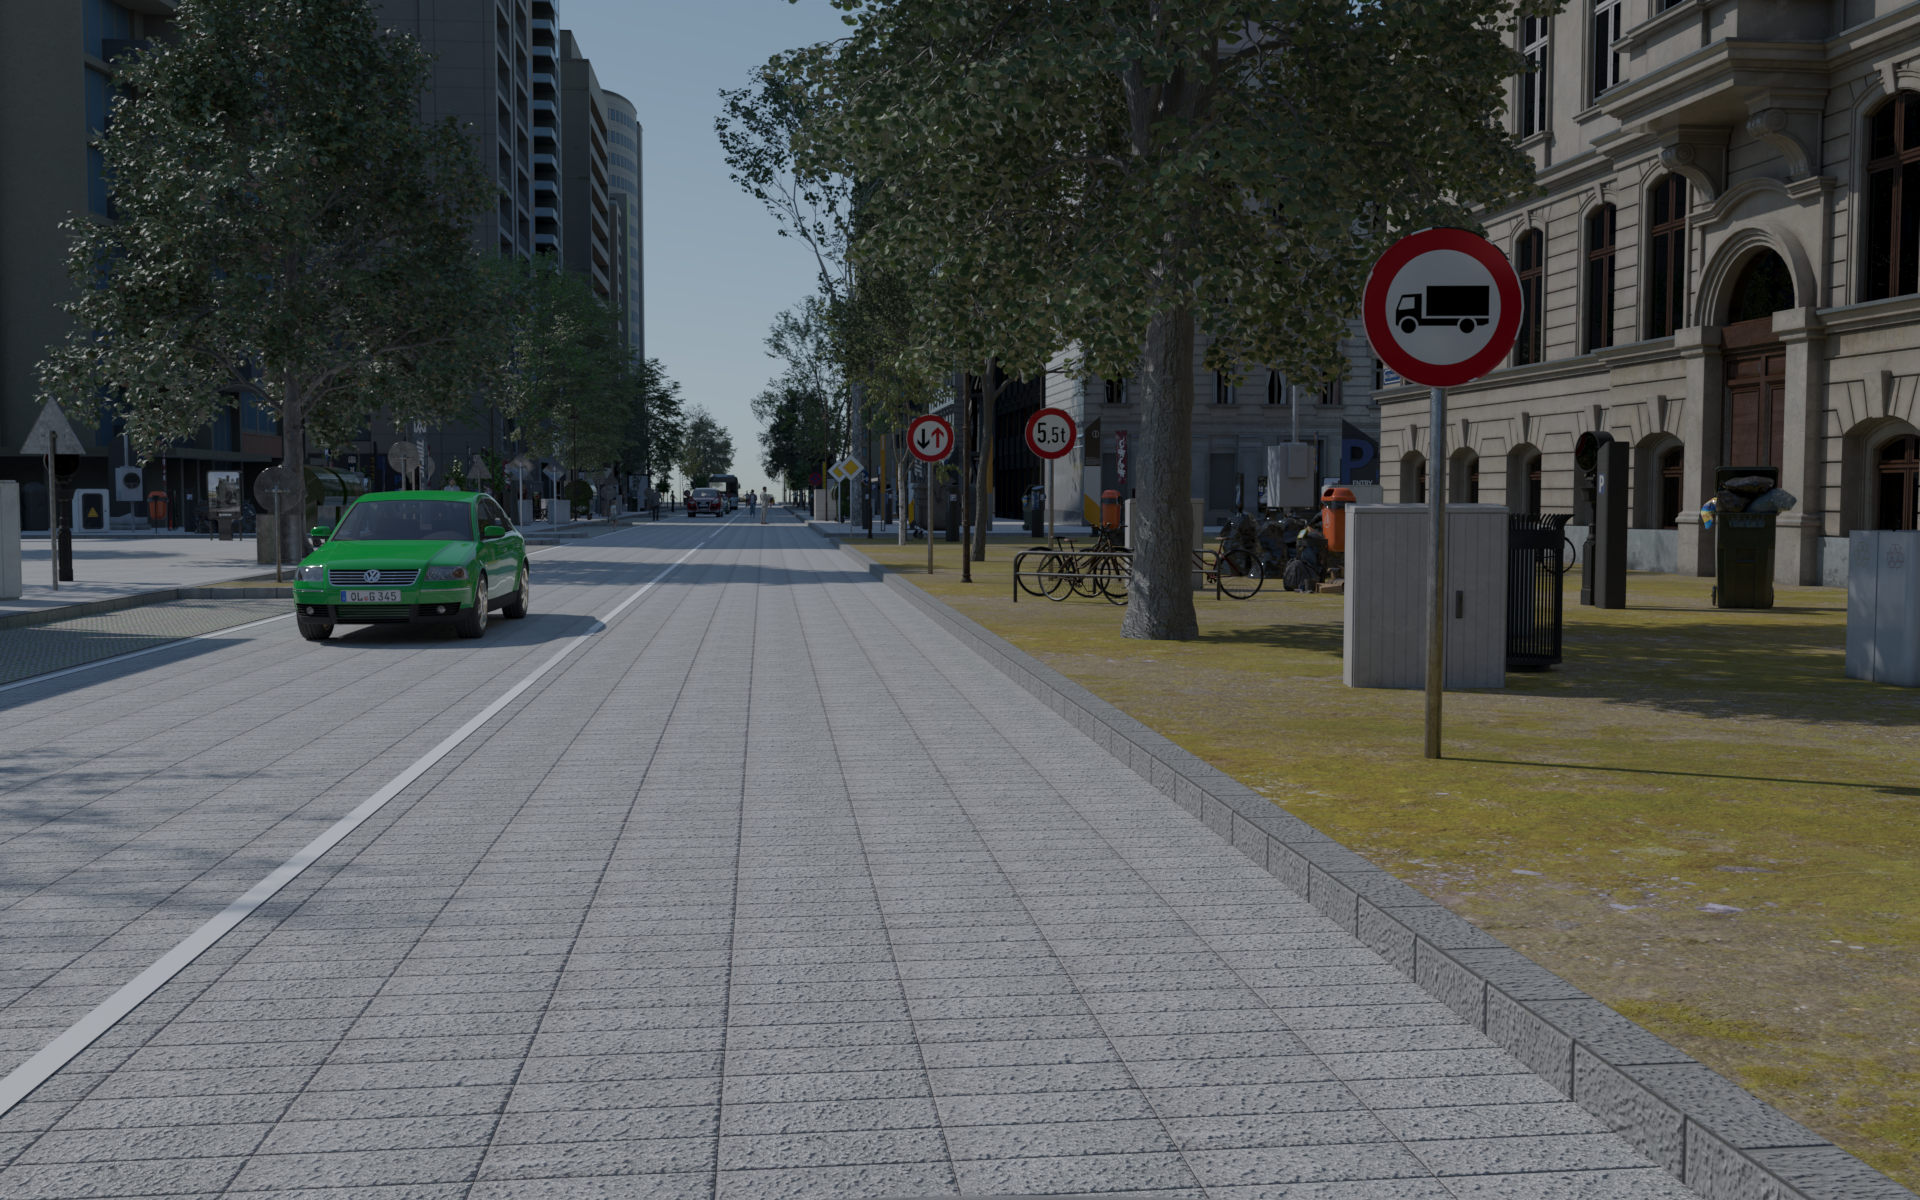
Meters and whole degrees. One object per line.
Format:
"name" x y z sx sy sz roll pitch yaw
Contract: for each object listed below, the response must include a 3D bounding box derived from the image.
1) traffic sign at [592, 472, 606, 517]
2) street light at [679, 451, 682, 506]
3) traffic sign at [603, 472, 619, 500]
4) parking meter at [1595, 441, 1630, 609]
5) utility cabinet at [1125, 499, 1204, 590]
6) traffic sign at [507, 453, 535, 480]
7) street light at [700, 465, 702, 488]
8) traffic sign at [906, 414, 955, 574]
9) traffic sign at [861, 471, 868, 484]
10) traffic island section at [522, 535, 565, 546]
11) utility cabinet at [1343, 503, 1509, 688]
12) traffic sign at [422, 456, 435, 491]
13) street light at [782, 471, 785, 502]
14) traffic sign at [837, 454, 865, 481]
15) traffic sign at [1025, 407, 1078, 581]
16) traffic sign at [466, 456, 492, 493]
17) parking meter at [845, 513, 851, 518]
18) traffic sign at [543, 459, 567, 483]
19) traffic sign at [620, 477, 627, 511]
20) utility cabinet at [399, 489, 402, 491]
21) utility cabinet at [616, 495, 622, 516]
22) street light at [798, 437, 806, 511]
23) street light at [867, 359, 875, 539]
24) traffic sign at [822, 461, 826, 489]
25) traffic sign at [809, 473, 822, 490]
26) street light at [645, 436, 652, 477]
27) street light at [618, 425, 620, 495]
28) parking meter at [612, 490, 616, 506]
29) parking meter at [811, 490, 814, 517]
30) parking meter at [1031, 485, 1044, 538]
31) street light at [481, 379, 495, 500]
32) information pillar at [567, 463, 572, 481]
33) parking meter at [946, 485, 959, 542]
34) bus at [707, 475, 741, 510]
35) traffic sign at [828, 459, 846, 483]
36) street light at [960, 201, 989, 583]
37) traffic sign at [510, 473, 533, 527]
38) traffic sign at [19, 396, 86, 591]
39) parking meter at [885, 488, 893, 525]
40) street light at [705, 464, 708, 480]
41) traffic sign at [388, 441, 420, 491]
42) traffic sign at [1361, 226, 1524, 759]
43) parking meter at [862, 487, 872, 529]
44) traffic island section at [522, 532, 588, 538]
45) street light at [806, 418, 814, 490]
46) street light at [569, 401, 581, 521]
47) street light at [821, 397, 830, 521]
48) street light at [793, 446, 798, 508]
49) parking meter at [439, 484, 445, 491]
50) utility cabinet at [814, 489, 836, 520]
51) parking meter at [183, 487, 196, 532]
"traffic sign" -20.361 -5.967 97.672 0.768 2.556 0.104 0 4 0
"street light" -29.535 -12.840 182.729 0.468 5.910 1.993 0 4 -6
"traffic sign" -20.277 -6.157 100.678 0.884 2.594 0.081 0 4 -6
"parking meter" 7.311 -0.839 19.426 0.255 1.863 0.399 0 4 4
"utility cabinet" 2.754 -0.747 23.378 1.020 1.237 0.306 0 4 -7
"traffic sign" -12.475 -2.873 49.161 0.795 2.593 0.064 0 4 -6
"street light" -36.037 -16.383 240.645 0.468 5.910 1.993 0 4 -6
"traffic sign" -0.472 -1.687 27.681 0.768 2.556 0.104 0 4 -3
"traffic sign" -5.232 -5.761 94.304 0.768 2.556 0.104 0 4 -2
"traffic island section" -12.497 -1.648 49.226 2.009 0.180 2.903 0 4 -6
"utility cabinet" 3.106 -0.025 11.567 1.020 1.237 0.306 0 4 0
"traffic sign" -17.407 -3.428 56.162 0.768 2.556 0.104 0 4 -2
"street light" -24.197 -16.426 241.346 0.468 5.910 1.993 0 4 -6
"traffic sign" -3.137 -2.936 50.186 0.795 2.593 0.064 0 4 -6
"traffic sign" 1.340 -1.552 25.478 0.768 2.556 0.104 0 4 2
"traffic sign" -16.325 -3.598 58.835 0.884 2.594 0.081 0 4 -3
"parking meter" -6.028 -5.394 93.910 0.399 1.863 0.255 1 4 20
"traffic sign" -13.366 -3.358 57.097 0.795 2.593 0.064 0 4 -6
"traffic sign" -25.425 -7.958 130.216 0.768 2.556 0.104 0 4 0
"utility cabinet" -21.954 -3.737 69.777 1.173 1.500 0.318 -1 4 -22
"utility cabinet" -20.425 -5.659 103.685 0.306 1.237 1.020 0 4 -7
"street light" -11.826 -9.709 131.531 0.468 5.910 1.993 0 4 -6
"street light" -2.598 -4.713 49.849 0.468 5.910 1.993 0 4 -6
"traffic sign" -7.421 -6.956 107.611 2.265 3.308 0.079 0 4 3
"traffic sign" -8.575 -6.277 102.735 0.768 2.556 0.104 0 4 -4
"street light" -24.038 -9.829 133.488 0.468 5.910 1.993 0 4 -6
"street light" -21.091 -8.215 107.100 0.468 5.910 1.993 0 4 -6
"parking meter" -21.001 -5.892 104.753 0.372 1.533 0.369 0 3 0
"parking meter" -8.332 -5.532 98.866 0.372 1.533 0.369 0 3 0
"parking meter" 2.297 -2.611 51.108 0.372 1.533 0.369 0 3 0
"street light" -15.558 -5.189 57.620 0.468 5.910 1.993 0 4 -6
"information pillar" -29.298 -8.472 129.873 0.504 3.616 0.183 2 4 29
"parking meter" -0.200 -2.340 46.663 0.372 1.533 0.369 0 3 0
"bus" -21.620 -10.012 158.554 2.948 3.499 13.247 0 4 -8
"traffic sign" -4.028 -3.421 58.121 0.795 2.593 0.064 0 4 -6
"street light" 0.095 -3.189 24.931 0.468 5.910 1.993 0 4 -6
"traffic sign" -16.830 -4.067 66.505 0.884 2.594 0.081 0 4 -1
"traffic sign" -12.026 -1.404 22.952 0.884 2.594 0.081 0 4 2
"parking meter" -3.029 -3.955 73.069 0.372 1.533 0.369 0 3 0
"street light" -38.918 -17.931 265.956 0.468 5.910 1.993 0 4 -6
"traffic sign" -13.436 -2.553 41.852 0.768 2.556 0.104 0 4 -1
"traffic sign" 2.300 -0.504 8.347 0.768 2.556 0.104 0 4 2
"parking meter" -3.374 -3.339 63.007 0.372 1.533 0.369 0 3 0
"traffic island section" -13.389 -2.133 57.161 2.009 0.180 2.903 0 4 -6
"street light" -9.024 -8.153 106.083 0.468 5.910 1.993 0 4 -6
"street light" -18.341 -6.709 82.480 0.468 5.910 1.993 0 4 -6
"street light" -6.292 -6.647 81.461 0.468 5.910 1.993 0 4 -6
"street light" -14.846 -11.336 158.137 0.468 5.910 1.993 0 4 -6
"parking meter" -30.689 -5.935 102.753 0.399 1.863 0.255 -2 4 -30
"utility cabinet" -6.401 -4.558 83.204 1.173 1.500 0.318 -1 4 -20
"parking meter" -26.003 -3.062 58.481 0.372 1.533 0.369 0 3 0
